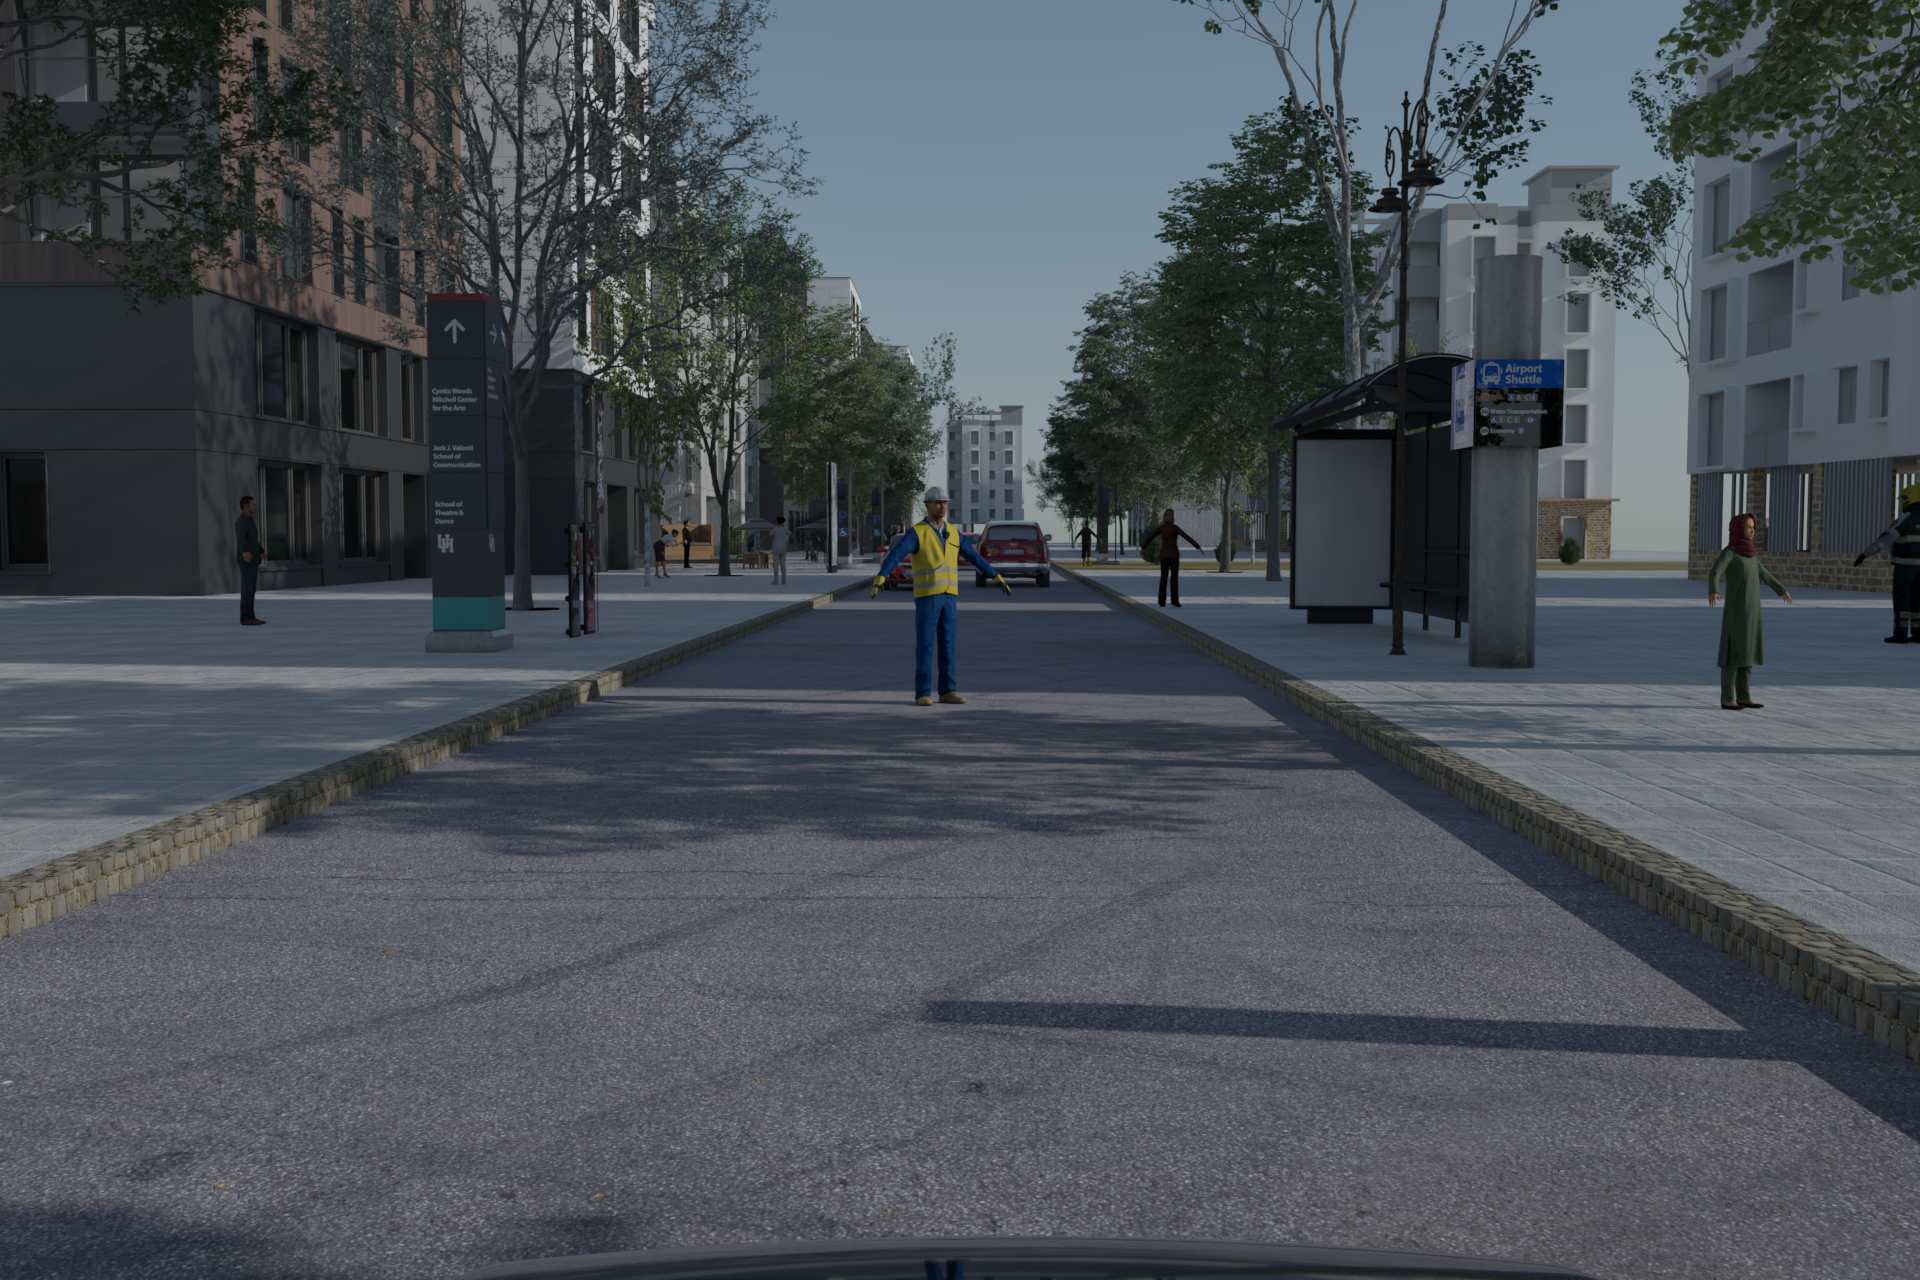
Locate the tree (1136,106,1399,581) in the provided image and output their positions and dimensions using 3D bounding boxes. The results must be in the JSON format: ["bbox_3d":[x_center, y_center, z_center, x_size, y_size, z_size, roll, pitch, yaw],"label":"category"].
[{"bbox_3d":[8.226,-7.856,46.571,7.486,12.596,7.792,0,3,0],"label":"tree"}]

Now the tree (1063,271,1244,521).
[{"bbox_3d":[9.345,-10.749,82.407,9.857,13.997,8.962,0,3,0],"label":"tree"}]

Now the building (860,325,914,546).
[{"bbox_3d":[-19.593,-20.917,185.961,27.936,21.610,32.646,0,4,1],"label":"building"}]

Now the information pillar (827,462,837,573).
[{"bbox_3d":[-4.242,-4.044,57.440,0.184,3.620,1.656,0,4,2],"label":"information pillar"}]

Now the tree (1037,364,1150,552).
[{"bbox_3d":[10.098,-13.361,125.109,9.857,13.997,8.962,0,3,0],"label":"tree"}]

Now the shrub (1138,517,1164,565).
[{"bbox_3d":[8.214,-4.153,72.322,1.690,2.028,1.600,0,3,0],"label":"shrub"}]

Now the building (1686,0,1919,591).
[{"bbox_3d":[25.165,-11.566,45.532,16.016,20.090,11.380,0,4,1],"label":"building"}]

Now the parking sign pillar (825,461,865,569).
[{"bbox_3d":[-4.230,-4.593,63.563,1.447,3.967,1.447,0,4,2],"label":"parking sign pillar"}]

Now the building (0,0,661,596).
[{"bbox_3d":[-25.924,-12.690,51.462,27.936,21.610,32.646,0,4,1],"label":"building"}]

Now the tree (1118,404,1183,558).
[{"bbox_3d":[9.769,-8.731,93.114,4.737,8.622,4.395,0,3,0],"label":"tree"}]

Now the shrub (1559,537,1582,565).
[{"bbox_3d":[25.449,-3.738,72.237,1.383,1.207,1.383,0,3,0],"label":"shrub"}]

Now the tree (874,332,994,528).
[{"bbox_3d":[-3.227,-18.696,161.562,12.611,20.169,13.585,0,3,0],"label":"tree"}]

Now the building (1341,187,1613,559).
[{"bbox_3d":[27.693,-14.973,101.221,16.016,20.090,11.380,0,4,1],"label":"building"}]

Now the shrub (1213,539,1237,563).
[{"bbox_3d":[11.435,-3.890,74.719,1.383,1.207,1.383,0,3,0],"label":"shrub"}]

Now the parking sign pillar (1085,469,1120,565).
[{"bbox_3d":[5.978,-5.148,72.634,1.447,3.967,1.447,0,4,1],"label":"parking sign pillar"}]

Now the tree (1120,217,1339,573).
[{"bbox_3d":[8.874,-8.009,56.701,9.928,11.665,9.643,0,3,0],"label":"tree"}]

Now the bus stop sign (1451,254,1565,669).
[{"bbox_3d":[5.249,-1.692,16.680,0.837,3.901,0.837,0,4,1],"label":"bus stop sign"}]

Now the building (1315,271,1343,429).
[{"bbox_3d":[29.484,-16.011,118.198,16.016,20.090,11.380,0,4,1],"label":"building"}]

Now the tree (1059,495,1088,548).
[{"bbox_3d":[11.065,-13.022,163.266,4.737,8.622,4.395,0,3,0],"label":"tree"}]

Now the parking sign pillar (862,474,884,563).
[{"bbox_3d":[-3.637,-5.405,76.846,1.447,3.967,1.447,0,4,1],"label":"parking sign pillar"}]

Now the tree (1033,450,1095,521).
[{"bbox_3d":[9.945,-12.364,136.571,8.767,10.594,7.601,-1,4,-12],"label":"tree"}]

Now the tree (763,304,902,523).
[{"bbox_3d":[-6.309,-10.252,85.754,7.486,12.596,7.792,0,3,0],"label":"tree"}]

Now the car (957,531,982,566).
[{"bbox_3d":[0.283,-3.705,69.618,2.155,1.783,4.494,0,4,1],"label":"car"}]

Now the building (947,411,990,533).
[{"bbox_3d":[-1.659,-24.426,258.249,11.380,20.090,16.016,0,4,2],"label":"building"}]

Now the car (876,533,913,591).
[{"bbox_3d":[-1.071,-2.216,45.276,2.155,1.783,4.494,0,4,2],"label":"car"}]

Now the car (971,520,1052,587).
[{"bbox_3d":[1.450,-2.427,48.361,2.281,1.827,5.304,0,4,1],"label":"car"}]

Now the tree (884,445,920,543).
[{"bbox_3d":[-5.089,-11.164,132.889,4.737,8.622,4.395,0,3,0],"label":"tree"}]

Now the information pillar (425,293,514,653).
[{"bbox_3d":[-5.402,-1.811,18.983,0.750,3.857,0.750,0,4,2],"label":"information pillar"}]

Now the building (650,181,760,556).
[{"bbox_3d":[-21.925,-14.271,99.790,16.747,18.905,31.486,0,4,0],"label":"building"}]

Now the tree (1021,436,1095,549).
[{"bbox_3d":[9.787,-13.394,153.402,7.601,10.594,8.767,3,5,40],"label":"tree"}]

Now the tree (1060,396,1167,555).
[{"bbox_3d":[9.560,-10.455,105.346,7.601,10.594,8.767,0,4,-3],"label":"tree"}]

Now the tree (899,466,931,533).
[{"bbox_3d":[-4.932,-11.906,145.026,4.360,8.622,3.978,0,3,0],"label":"tree"}]

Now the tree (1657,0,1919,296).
[{"bbox_3d":[7.057,-5.572,9.228,7.486,12.596,7.792,0,3,0],"label":"tree"}]

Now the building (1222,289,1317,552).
[{"bbox_3d":[25.696,-17.024,134.754,16.016,20.090,11.380,0,4,1],"label":"building"}]

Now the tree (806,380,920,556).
[{"bbox_3d":[-6.102,-10.293,102.695,8.767,10.594,7.601,3,5,43],"label":"tree"}]

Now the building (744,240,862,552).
[{"bbox_3d":[-22.637,-17.851,135.841,27.936,21.610,32.646,0,4,0],"label":"building"}]

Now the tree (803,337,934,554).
[{"bbox_3d":[-6.054,-12.655,113.559,9.857,13.997,8.962,0,3,0],"label":"tree"}]

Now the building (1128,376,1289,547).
[{"bbox_3d":[27.566,-19.583,186.646,16.747,18.905,31.486,0,4,2],"label":"building"}]

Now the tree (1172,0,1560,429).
[{"bbox_3d":[8.828,-10.847,33.230,12.611,20.169,13.585,0,3,0],"label":"tree"}]
